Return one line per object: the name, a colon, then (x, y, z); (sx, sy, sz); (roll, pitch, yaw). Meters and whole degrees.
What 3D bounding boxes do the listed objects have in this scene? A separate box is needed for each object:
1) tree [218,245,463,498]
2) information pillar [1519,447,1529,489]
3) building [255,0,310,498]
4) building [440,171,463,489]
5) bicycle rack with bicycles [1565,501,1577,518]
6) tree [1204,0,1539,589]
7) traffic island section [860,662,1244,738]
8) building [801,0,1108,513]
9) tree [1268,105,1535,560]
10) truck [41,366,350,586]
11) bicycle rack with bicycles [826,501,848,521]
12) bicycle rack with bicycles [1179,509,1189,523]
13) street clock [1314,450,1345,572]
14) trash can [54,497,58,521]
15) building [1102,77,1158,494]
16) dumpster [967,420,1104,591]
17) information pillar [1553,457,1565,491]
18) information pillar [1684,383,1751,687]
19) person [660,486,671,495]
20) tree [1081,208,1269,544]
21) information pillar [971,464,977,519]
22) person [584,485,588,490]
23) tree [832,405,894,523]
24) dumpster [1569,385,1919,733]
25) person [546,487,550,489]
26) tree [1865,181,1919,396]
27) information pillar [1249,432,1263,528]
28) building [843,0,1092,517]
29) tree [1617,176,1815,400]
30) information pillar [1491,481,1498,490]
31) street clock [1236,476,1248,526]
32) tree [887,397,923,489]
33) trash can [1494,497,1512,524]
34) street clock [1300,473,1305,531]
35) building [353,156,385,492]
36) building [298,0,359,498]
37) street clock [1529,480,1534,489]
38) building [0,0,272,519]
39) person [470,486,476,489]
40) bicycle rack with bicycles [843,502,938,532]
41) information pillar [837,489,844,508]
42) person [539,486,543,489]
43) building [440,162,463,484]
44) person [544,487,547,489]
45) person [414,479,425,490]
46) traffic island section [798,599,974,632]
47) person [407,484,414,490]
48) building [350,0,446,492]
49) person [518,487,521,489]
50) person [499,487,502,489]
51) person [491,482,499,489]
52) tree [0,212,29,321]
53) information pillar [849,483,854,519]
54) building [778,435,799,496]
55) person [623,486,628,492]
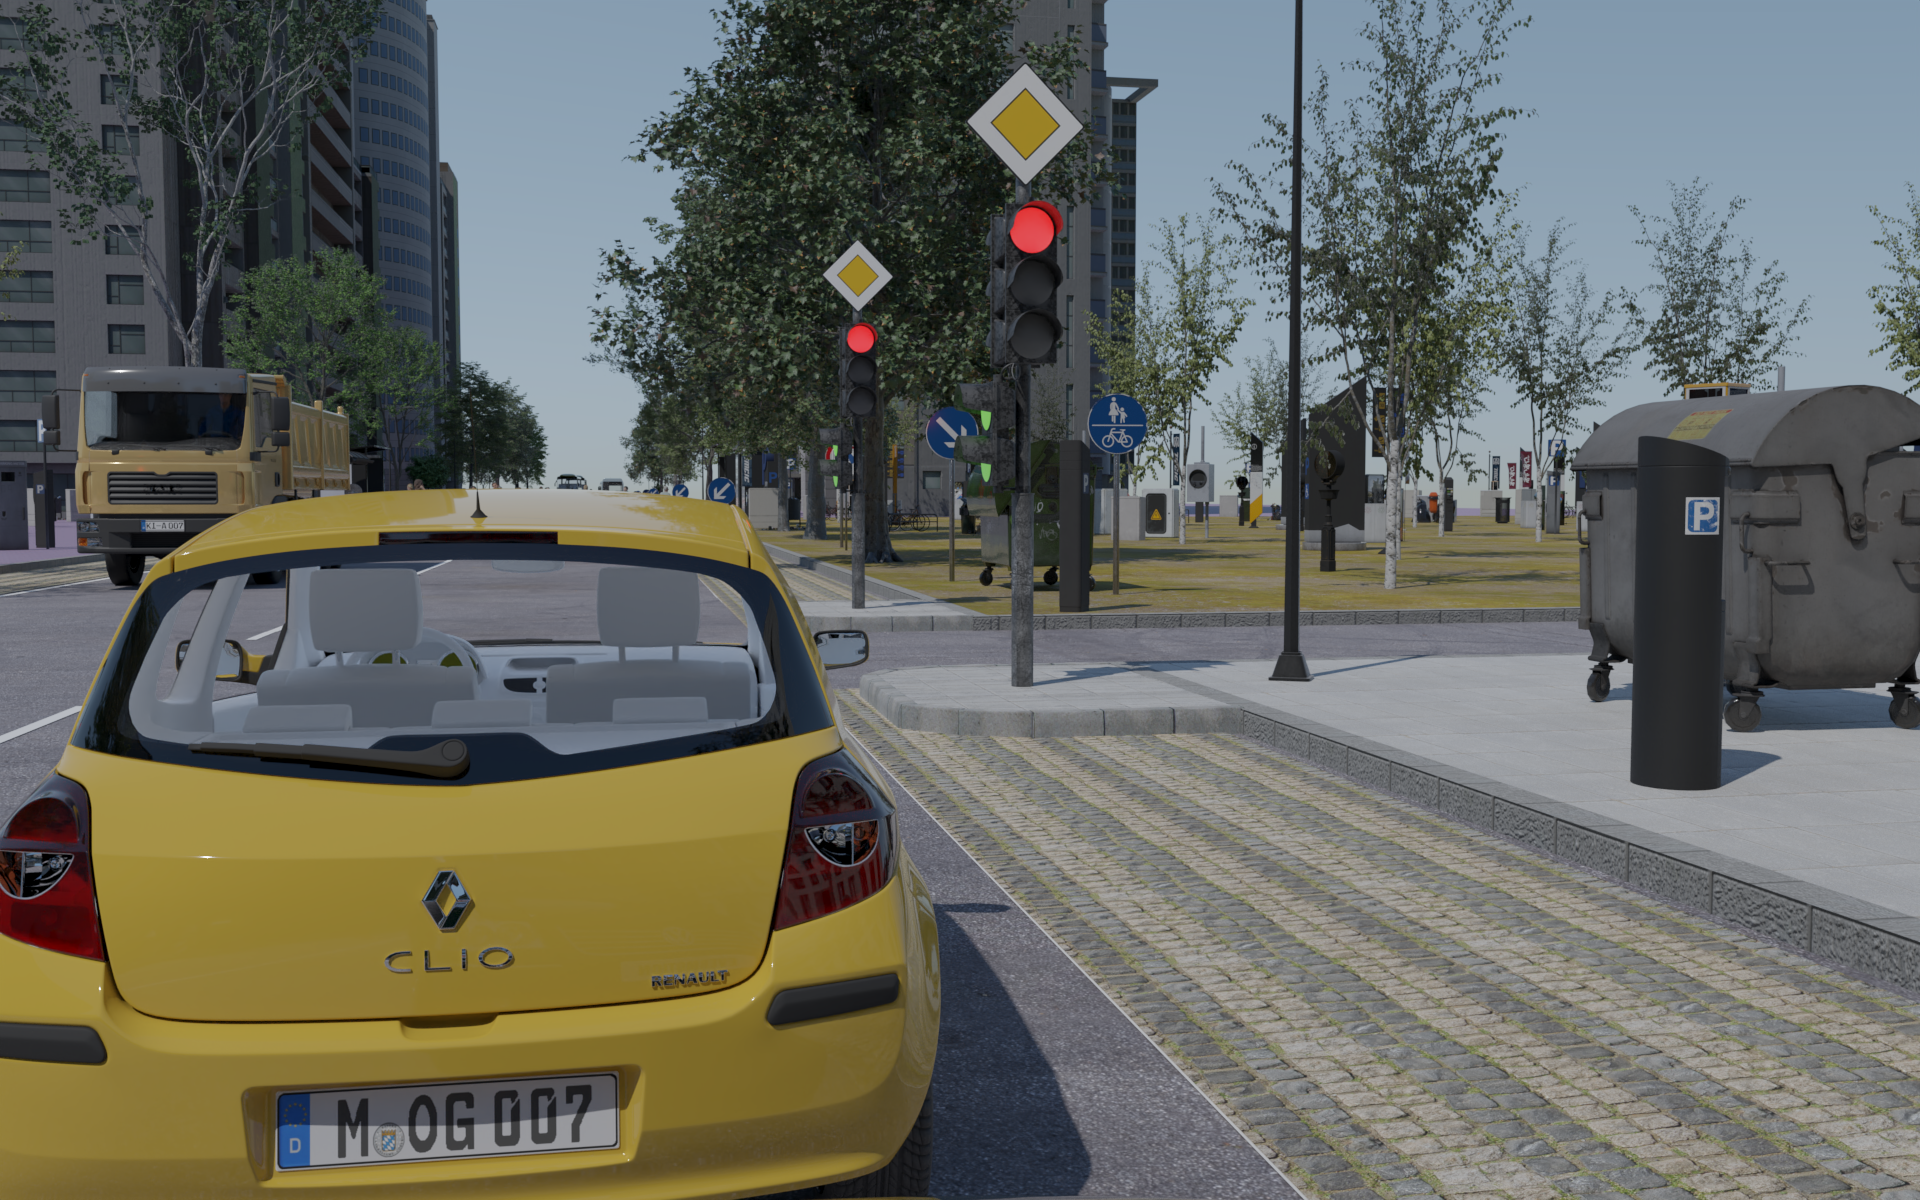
tree: (-26.683, -8.913, 71.483); (9.928, 11.665, 9.643); (0, 3, 0)
information pillar: (27.969, -5.783, 85.903); (0.504, 3.616, 0.183); (3, 5, 41)
building: (-49.656, -25.995, 108.605); (14.154, 41.232, 14.086); (-1, 4, -11)
building: (-69.209, -32.337, 212.302); (14.154, 41.232, 14.086); (-1, 4, -11)
bicycle rack with bicycles: (32.013, -4.867, 92.953); (2.925, 0.926, 2.852); (2, 4, 31)
tree: (5.741, -4.471, 23.470); (4.360, 8.622, 3.978); (0, 3, 0)
traffic island section: (0.439, 0.655, 11.578); (2.009, 0.180, 2.903); (-1, 4, -11)
building: (-1.088, -35.678, 125.328); (21.231, 58.520, 28.212); (-1, 4, -11)
tree: (8.779, -5.090, 33.582); (4.737, 8.622, 4.395); (0, 3, 0)
truck: (-12.470, -2.049, 29.423); (3.469, 3.379, 9.791); (-1, 4, -10)
bicycle rack with bicycles: (-5.803, -4.300, 83.682); (2.925, 0.926, 2.852); (-1, 4, -18)
bicycle rack with bicycles: (8.757, -3.819, 75.823); (2.852, 0.926, 2.925); (2, 4, 23)
street clock: (6.085, -1.469, 28.586); (0.358, 2.002, 0.471); (-3, 5, -40)
trash can: (-40.698, -4.017, 77.339); (0.748, 1.137, 0.748); (0, 3, 0)
building: (-1.402, -28.187, 152.746); (32.217, 40.220, 23.993); (-1, 4, -11)
dumpster: (1.007, -1.280, 23.422); (1.502, 2.255, 1.985); (-1, 4, -11)
information pillar: (25.819, -5.093, 74.622); (0.504, 3.616, 0.183); (1, 4, 21)
information pillar: (5.065, -0.437, 11.640); (0.304, 2.012, 0.304); (-3, 4, -38)
person: (-12.397, -3.926, 73.178); (0.782, 1.767, 0.515); (1, 4, 12)
tree: (5.531, -5.750, 44.383); (4.737, 8.622, 4.395); (0, 3, 0)
information pillar: (0.811, -6.075, 90.676); (0.504, 3.616, 0.183); (0, 4, 5)
person: (-14.261, -3.486, 65.842); (0.624, 1.780, 0.694); (-3, 5, -43)
tree: (-5.183, -7.753, 77.126); (4.360, 8.622, 3.978); (0, 3, 0)
dumpster: (4.575, -0.262, 10.049); (1.264, 1.857, 1.865); (-1, 4, -11)
person: (-20.587, -4.745, 86.427); (0.374, 1.781, 0.599); (2, 4, 33)
tree: (22.978, -5.500, 40.295); (4.737, 8.622, 4.395); (0, 3, 0)
information pillar: (11.119, -4.503, 64.986); (0.504, 3.616, 0.183); (2, 4, 28)
building: (-0.574, -25.701, 103.799); (14.154, 41.232, 14.086); (-1, 4, -11)
tree: (17.240, -5.487, 40.070); (4.360, 8.622, 3.978); (0, 3, 0)
information pillar: (30.633, -5.799, 99.309); (0.304, 2.012, 0.304); (0, 4, -7)
street clock: (11.299, -3.968, 69.449); (0.471, 2.002, 0.358); (0, 4, -4)
tree: (-4.140, -8.734, 93.169); (4.737, 8.622, 4.395); (0, 3, 0)
trash can: (23.666, -3.906, 75.524); (0.748, 1.137, 0.748); (0, 3, 0)
street clock: (11.712, -3.362, 59.536); (0.358, 2.002, 0.471); (-1, 4, -12)
building: (-56.468, -22.800, 144.483); (14.160, 30.474, 14.107); (-1, 4, -11)
building: (-56.497, -30.672, 125.185); (21.300, 48.544, 21.600); (-1, 4, -11)
street clock: (29.093, -5.121, 88.291); (0.358, 2.002, 0.471); (1, 4, 14)
building: (-46.275, -19.767, 94.892); (14.160, 30.474, 14.107); (-1, 4, -11)
person: (-17.116, -3.134, 60.571); (0.643, 1.720, 0.563); (1, 4, 9)
bicycle rack with bicycles: (-2.135, -2.821, 59.500); (2.925, 0.926, 2.852); (-1, 4, -23)
information pillar: (-6.331, -6.111, 91.275); (0.183, 3.616, 0.504); (-3, 5, -42)
person: (-20.566, -4.665, 84.869); (0.616, 1.811, 0.778); (-3, 4, -36)
building: (-73.110, -35.256, 226.551); (14.600, 45.320, 14.200); (-1, 4, -11)
person: (-26.316, -6.250, 110.315); (1.348, 1.869, 0.705); (-2, 4, -27)
person: (-13.441, -2.094, 42.985); (0.600, 1.795, 0.529); (3, 5, 42)
traffic island section: (-1.115, 0.176, 19.410); (2.009, 0.180, 2.903); (-1, 4, -11)
person: (-18.298, -2.985, 57.665); (0.694, 1.780, 0.624); (-2, 4, -30)
building: (-69.253, -39.648, 190.247); (21.231, 58.520, 28.212); (-1, 4, -11)
person: (-23.353, -5.066, 91.533); (0.583, 1.804, 0.606); (0, 4, -5)
person: (-20.927, -4.251, 78.495); (0.515, 1.767, 0.782); (0, 4, -1)
person: (-14.451, -2.793, 54.355); (0.592, 1.802, 0.473); (1, 4, 18)
tree: (-18.571, -4.845, 29.578); (4.737, 8.622, 4.395); (0, 3, 0)
information pillar: (-5.613, -5.232, 90.036); (0.304, 2.012, 0.304); (0, 3, 0)
building: (-17.008, -36.364, 214.158); (23.786, 49.044, 30.456); (-1, 4, -11)
person: (-16.073, -4.624, 84.117); (0.660, 1.820, 0.620); (3, 5, 44)
